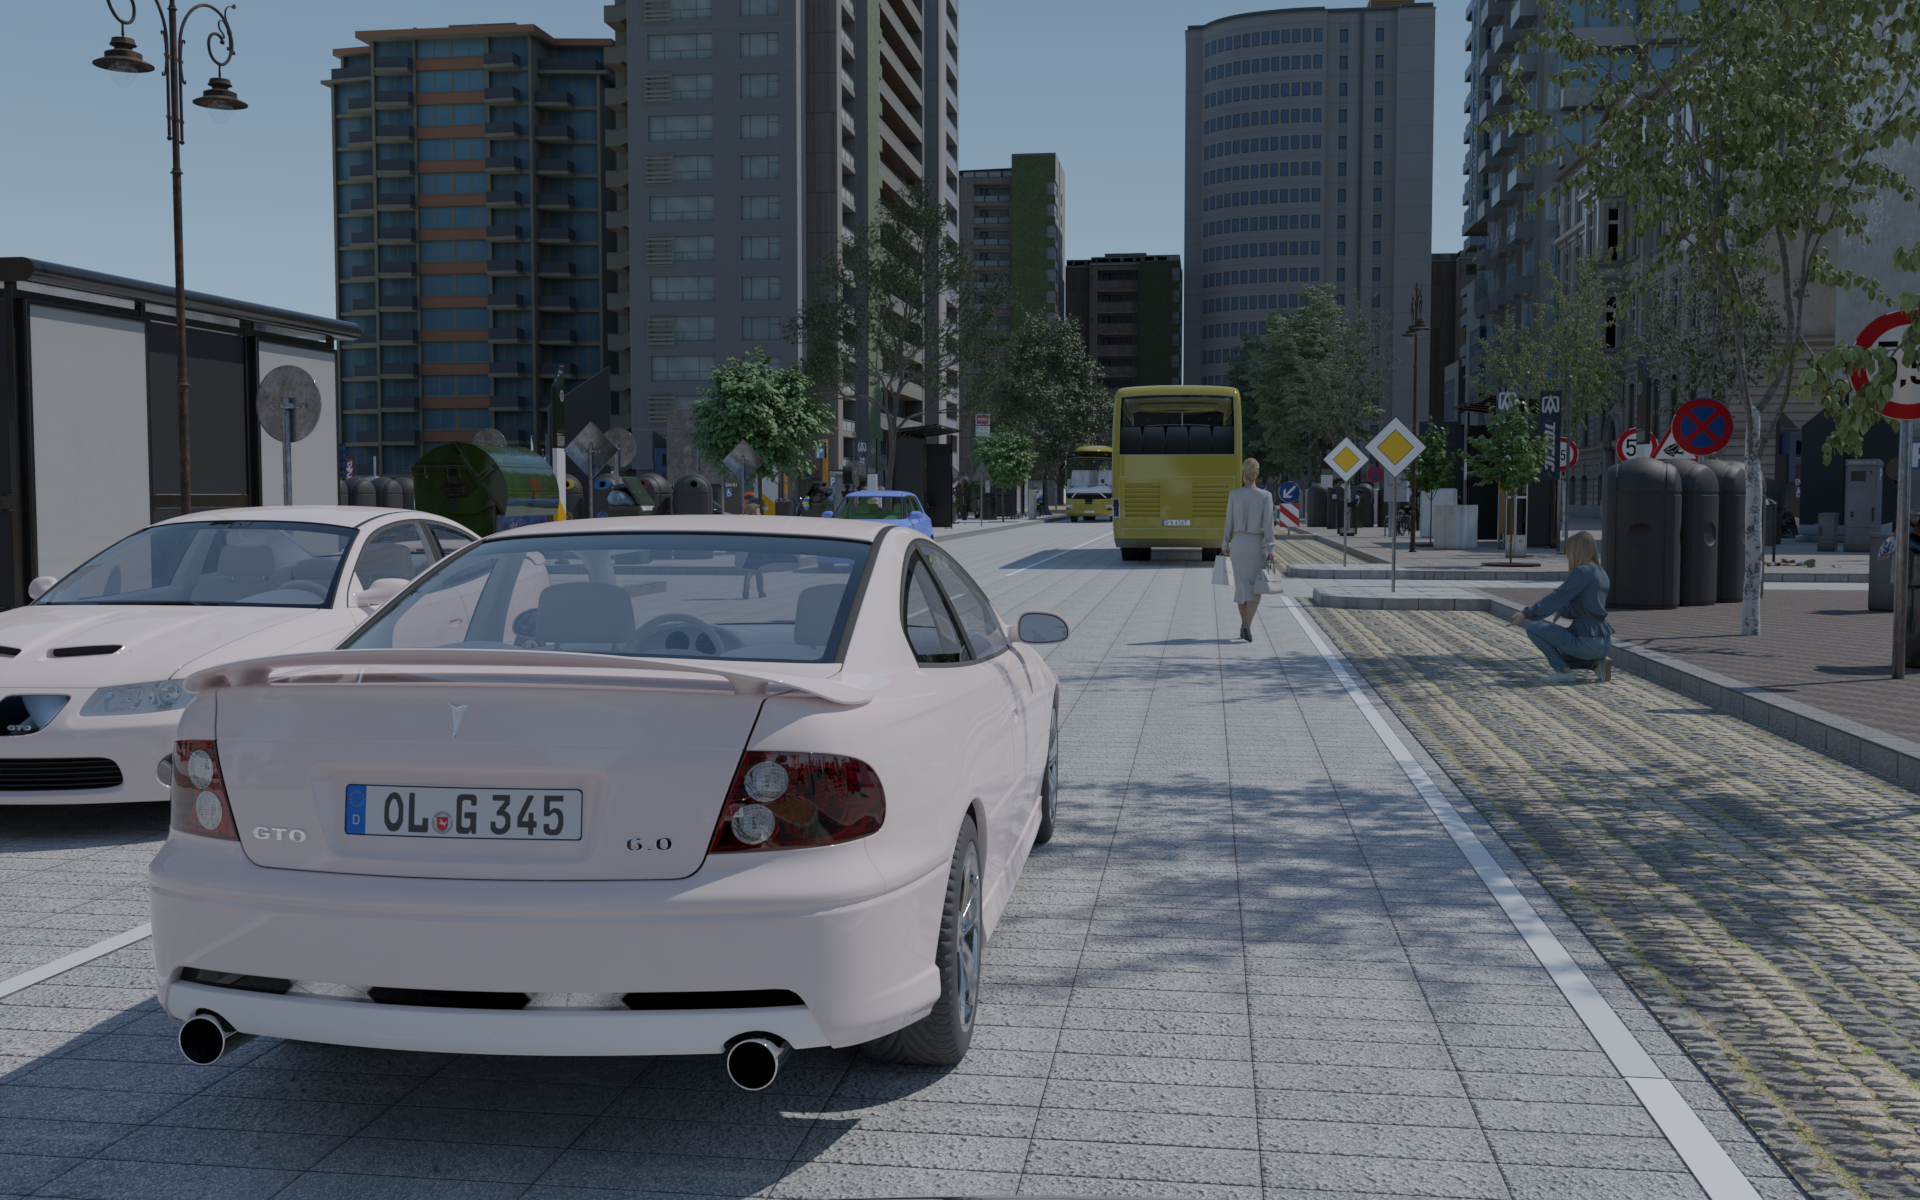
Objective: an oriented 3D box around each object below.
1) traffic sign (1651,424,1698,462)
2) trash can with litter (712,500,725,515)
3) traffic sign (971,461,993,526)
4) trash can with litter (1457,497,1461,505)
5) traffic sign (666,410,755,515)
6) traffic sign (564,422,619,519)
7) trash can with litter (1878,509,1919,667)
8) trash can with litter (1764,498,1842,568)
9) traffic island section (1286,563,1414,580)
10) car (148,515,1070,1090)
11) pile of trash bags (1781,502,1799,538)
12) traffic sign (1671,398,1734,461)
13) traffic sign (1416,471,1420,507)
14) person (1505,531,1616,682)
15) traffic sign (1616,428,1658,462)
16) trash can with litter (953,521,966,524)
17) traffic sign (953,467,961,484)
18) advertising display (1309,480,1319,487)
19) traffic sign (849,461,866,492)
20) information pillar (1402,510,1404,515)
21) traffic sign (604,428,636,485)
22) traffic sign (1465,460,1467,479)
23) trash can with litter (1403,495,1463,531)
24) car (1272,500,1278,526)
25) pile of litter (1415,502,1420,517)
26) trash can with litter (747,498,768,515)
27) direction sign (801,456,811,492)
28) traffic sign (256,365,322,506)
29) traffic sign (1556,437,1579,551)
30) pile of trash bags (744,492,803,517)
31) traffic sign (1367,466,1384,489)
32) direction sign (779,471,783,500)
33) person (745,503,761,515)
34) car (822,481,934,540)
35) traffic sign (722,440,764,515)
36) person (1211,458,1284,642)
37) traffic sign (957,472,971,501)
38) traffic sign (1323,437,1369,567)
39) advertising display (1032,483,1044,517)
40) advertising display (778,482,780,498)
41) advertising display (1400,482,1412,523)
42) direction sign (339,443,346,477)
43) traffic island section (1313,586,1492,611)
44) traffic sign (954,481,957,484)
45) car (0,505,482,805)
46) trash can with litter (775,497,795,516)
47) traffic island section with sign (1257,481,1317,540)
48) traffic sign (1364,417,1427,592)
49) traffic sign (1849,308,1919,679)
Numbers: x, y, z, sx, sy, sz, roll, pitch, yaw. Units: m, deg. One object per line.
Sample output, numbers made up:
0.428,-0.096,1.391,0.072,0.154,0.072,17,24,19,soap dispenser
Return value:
12.185,-1.808,29.560,0.884,2.594,0.081,1,4,8,traffic sign
-6.023,-1.968,43.558,1.055,1.170,0.624,2,4,33,trash can with litter
0.857,-4.203,68.719,0.884,2.594,0.081,1,4,14,traffic sign
19.029,-3.390,66.812,0.624,1.170,1.055,1,4,21,trash can with litter
-6.000,-2.920,41.619,2.265,3.308,0.079,1,4,15,traffic sign
-5.131,-1.251,24.093,0.795,2.450,0.064,0,4,8,traffic sign
7.437,-0.088,12.828,1.055,1.170,0.624,0,4,2,trash can with litter
14.594,-1.215,30.930,1.678,1.210,2.233,-2,4,-26,trash can with litter
6.801,-0.504,30.524,2.009,0.180,2.903,0,4,8,traffic island section
-0.707,0.400,5.821,2.083,1.381,4.827,0,4,7,car
24.029,-2.522,50.981,3.447,1.369,1.912,0,4,-2,pile of trash bags
9.826,-1.399,22.986,0.768,2.556,0.104,1,4,17,traffic sign
18.334,-4.234,69.227,0.884,2.594,0.081,1,4,9,traffic sign
4.561,0.050,13.181,1.012,1.151,0.738,-3,4,-39,person
12.964,-2.026,33.231,0.768,2.556,0.104,1,4,11,traffic sign
-0.574,-3.869,74.309,1.678,1.210,2.233,0,4,-2,trash can with litter
-0.329,-4.167,69.318,0.795,2.450,0.064,1,4,17,traffic sign
16.721,-4.693,81.942,0.123,1.923,0.974,2,4,32,advertising display
-3.983,-4.062,66.519,0.768,2.556,0.104,1,4,16,traffic sign
26.302,-5.987,102.386,0.304,2.012,0.304,-1,4,-14,information pillar
-6.612,-2.036,33.401,0.768,2.556,0.104,1,4,14,traffic sign
15.101,-2.978,50.824,0.606,2.300,0.079,1,4,15,traffic sign
16.139,-3.031,60.618,1.678,1.210,2.233,-1,4,-22,trash can with litter
13.326,-4.035,77.978,2.014,1.417,4.499,0,4,8,car
25.733,-5.148,98.138,1.176,0.858,1.719,-2,4,-28,pile of litter
-6.010,-2.433,51.174,0.624,1.170,1.055,0,4,-2,trash can with litter
-8.969,-6.641,100.584,0.379,3.537,0.876,-3,5,-44,direction sign
-6.646,-1.041,17.125,0.768,2.556,0.104,1,4,18,traffic sign
13.402,-2.362,38.726,0.768,2.556,0.104,1,4,11,traffic sign
-8.351,-4.315,80.302,3.447,1.369,1.912,0,4,-1,pile of trash bags
19.117,-4.873,79.771,0.768,2.556,0.104,1,4,13,traffic sign
-6.622,-4.437,64.549,0.379,3.537,0.876,1,4,18,direction sign
-2.854,-0.670,23.733,0.475,1.303,0.640,1,4,9,person
-1.583,-1.432,32.999,1.945,1.707,3.694,1,4,9,car
-4.007,-1.734,31.998,0.795,2.450,0.064,0,4,8,traffic sign
2.785,-0.494,16.924,0.694,1.780,0.624,3,4,38,person
0.190,-5.457,90.405,0.795,2.450,0.064,1,4,12,traffic sign
6.776,-1.640,30.451,0.795,2.450,0.064,0,4,8,traffic sign
4.427,-5.662,97.788,0.123,1.923,0.974,-2,4,-34,advertising display
-9.491,-5.217,90.509,0.123,1.923,0.974,0,4,-8,advertising display
20.077,-4.437,77.753,0.123,1.923,0.974,-2,4,-24,advertising display
-27.820,-5.218,77.308,0.876,3.537,0.379,0,4,3,direction sign
5.677,-0.021,22.619,2.009,0.180,2.903,0,4,8,traffic island section
-0.484,-5.755,94.202,0.768,2.556,0.104,1,4,9,traffic sign
-3.694,0.183,9.374,2.083,1.381,4.827,0,4,7,car
-11.639,-5.977,108.782,2.233,1.210,1.678,0,4,4,trash can with litter
10.288,-2.829,54.876,1.989,1.847,2.006,0,4,8,traffic island section with sign
5.652,-1.156,22.545,0.795,2.450,0.064,0,4,8,traffic sign
6.520,-0.725,11.960,0.768,2.556,0.104,1,4,18,traffic sign
